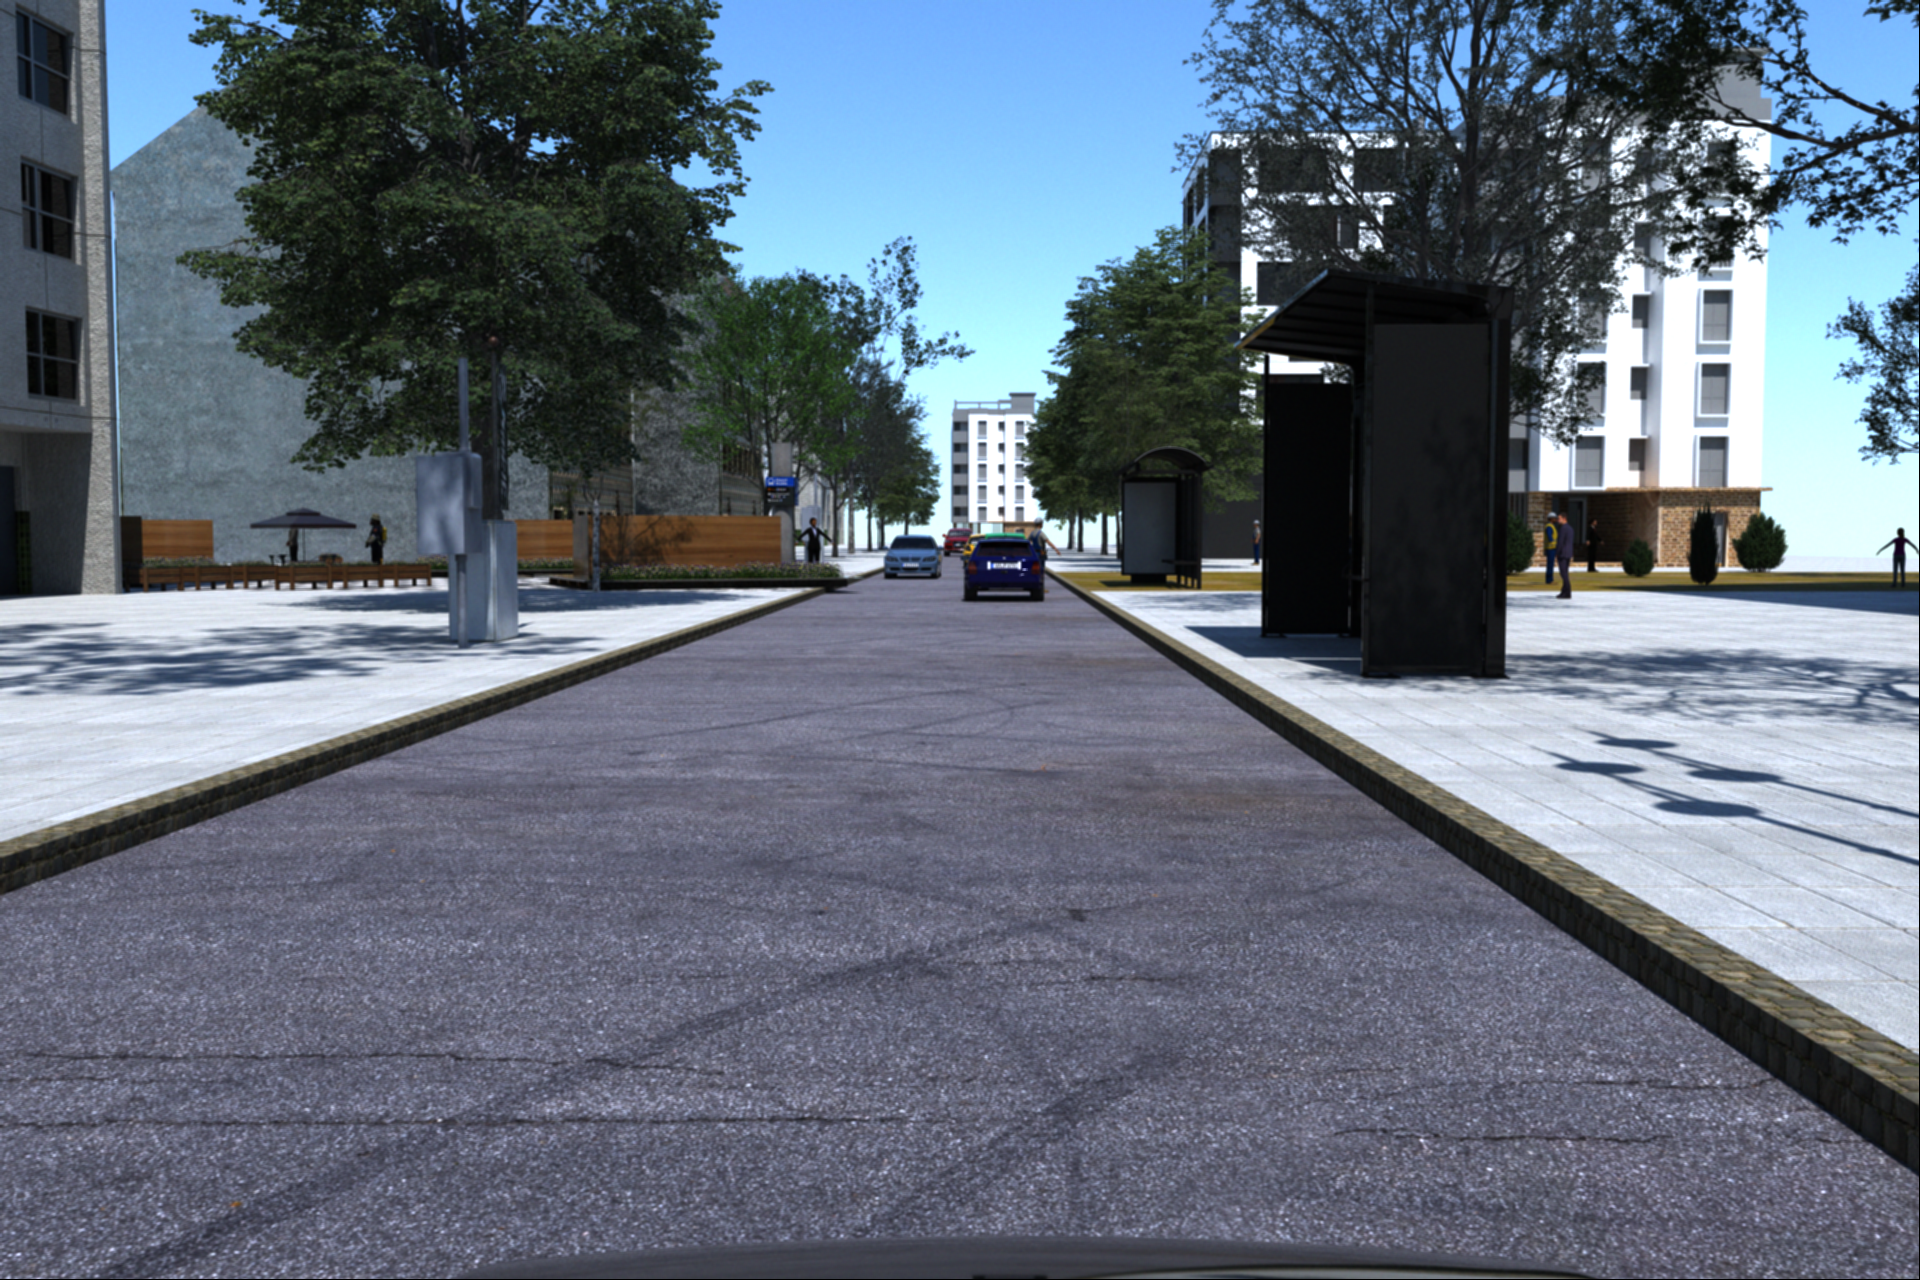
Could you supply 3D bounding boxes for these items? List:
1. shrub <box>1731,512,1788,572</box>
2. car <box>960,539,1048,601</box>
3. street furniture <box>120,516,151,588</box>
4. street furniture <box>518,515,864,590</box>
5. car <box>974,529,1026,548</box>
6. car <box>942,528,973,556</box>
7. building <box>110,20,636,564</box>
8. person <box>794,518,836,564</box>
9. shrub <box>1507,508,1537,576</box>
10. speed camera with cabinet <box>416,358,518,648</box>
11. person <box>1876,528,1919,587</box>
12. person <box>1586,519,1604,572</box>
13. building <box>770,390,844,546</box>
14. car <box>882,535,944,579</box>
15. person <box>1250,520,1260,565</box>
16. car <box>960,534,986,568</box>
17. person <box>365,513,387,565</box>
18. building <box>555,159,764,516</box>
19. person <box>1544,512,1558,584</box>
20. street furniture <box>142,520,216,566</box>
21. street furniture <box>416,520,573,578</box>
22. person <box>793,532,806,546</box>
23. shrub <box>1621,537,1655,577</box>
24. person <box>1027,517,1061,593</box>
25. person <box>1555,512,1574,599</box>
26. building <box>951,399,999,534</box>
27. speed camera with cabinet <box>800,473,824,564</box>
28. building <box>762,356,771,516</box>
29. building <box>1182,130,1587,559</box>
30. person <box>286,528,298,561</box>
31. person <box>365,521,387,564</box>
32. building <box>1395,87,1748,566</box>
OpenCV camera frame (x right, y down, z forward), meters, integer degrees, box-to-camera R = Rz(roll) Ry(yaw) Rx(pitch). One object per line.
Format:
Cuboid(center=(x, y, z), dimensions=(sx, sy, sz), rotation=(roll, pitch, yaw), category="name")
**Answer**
Cuboid(center=(26.849, -3.309, 58.145), dimensions=(1.661, 2.075, 1.752), rotation=(0, 3, 0), category="shrub")
Cuboid(center=(0.971, -1.568, 38.210), dimensions=(1.945, 1.354, 3.894), rotation=(0, 4, 1), category="car")
Cuboid(center=(-24.350, -2.145, 41.931), dimensions=(9.812, 1.723, 11.010), rotation=(-2, 4, -31), category="street furniture")
Cuboid(center=(-5.996, -2.199, 42.811), dimensions=(11.010, 1.723, 9.812), rotation=(-2, 4, -23), category="street furniture")
Cuboid(center=(1.434, -2.891, 56.061), dimensions=(1.959, 1.807, 4.718), rotation=(0, 4, 0), category="car")
Cuboid(center=(0.014, -6.360, 112.657), dimensions=(2.281, 1.827, 5.304), rotation=(0, 4, 1), category="car")
Cuboid(center=(-26.703, -15.405, 82.805), dimensions=(19.493, 23.208, 18.063), rotation=(0, 4, 1), category="building")
Cuboid(center=(-4.072, -2.560, 48.573), dimensions=(1.216, 1.740, 0.721), rotation=(-2, 4, -24), category="person")
Cuboid(center=(16.889, -3.018, 53.386), dimensions=(1.661, 2.075, 1.752), rotation=(0, 3, 0), category="shrub")
Cuboid(center=(-5.758, -1.586, 20.272), dimensions=(0.660, 3.252, 2.038), rotation=(0, 4, 2), category="speed camera with cabinet")
Cuboid(center=(22.640, -1.989, 41.783), dimensions=(0.991, 1.433, 0.599), rotation=(0, 4, 7), category="person")
Cuboid(center=(21.431, -3.207, 58.622), dimensions=(0.705, 1.806, 1.347), rotation=(3, 5, 41), category="person")
Cuboid(center=(-22.776, -20.209, 196.876), dimensions=(16.747, 18.905, 31.486), rotation=(0, 4, 1), category="building")
Cuboid(center=(-1.522, -2.753, 57.009), dimensions=(2.014, 1.417, 4.499), rotation=(0, 4, 1), category="car")
Cuboid(center=(12.243, -4.027, 71.691), dimensions=(0.705, 1.847, 1.347), rotation=(0, 4, 0), category="person")
Cuboid(center=(0.997, -3.876, 73.594), dimensions=(2.015, 1.641, 3.980), rotation=(0, 4, 0), category="car")
Cuboid(center=(-16.342, -2.607, 48.402), dimensions=(0.705, 1.856, 1.354), rotation=(0, 4, -6), category="person")
Cuboid(center=(-23.064, -17.092, 110.379), dimensions=(19.493, 23.208, 18.063), rotation=(0, 4, 1), category="building")
Cuboid(center=(15.132, -2.341, 44.242), dimensions=(0.705, 1.833, 1.349), rotation=(1, 4, 21), category="person")
Cuboid(center=(-27.800, -2.896, 54.203), dimensions=(9.812, 1.723, 11.010), rotation=(-2, 4, -26), category="street furniture")
Cuboid(center=(-14.699, -2.879, 53.923), dimensions=(9.812, 1.723, 11.010), rotation=(-1, 4, -19), category="street furniture")
Cuboid(center=(-5.380, -2.859, 53.022), dimensions=(1.348, 1.796, 0.705), rotation=(-2, 4, -23), category="person")
Cuboid(center=(20.197, -2.475, 51.583), dimensions=(1.383, 1.207, 1.383), rotation=(0, 3, 0), category="shrub")
Cuboid(center=(1.948, -2.086, 42.417), dimensions=(0.705, 1.847, 1.347), rotation=(-3, 4, -38), category="person")
Cuboid(center=(12.048, -1.687, 34.548), dimensions=(0.541, 1.710, 0.530), rotation=(-3, 4, -38), category="person")
Cuboid(center=(-0.899, -23.026, 235.358), dimensions=(11.380, 20.090, 16.016), rotation=(0, 4, 2), category="building")
Cuboid(center=(-4.844, -3.825, 56.868), dimensions=(0.660, 3.252, 2.038), rotation=(0, 4, 1), category="speed camera with cabinet")
Cuboid(center=(-24.126, -18.627, 160.965), dimensions=(16.016, 20.090, 11.380), rotation=(0, 4, 1), category="building")
Cuboid(center=(27.039, -15.916, 104.194), dimensions=(27.936, 21.610, 32.646), rotation=(0, 4, 1), category="building")
Cuboid(center=(-20.676, -2.906, 53.648), dimensions=(0.705, 1.813, 1.348), rotation=(-1, 4, -15), category="person")
Cuboid(center=(-22.244, -3.671, 66.162), dimensions=(1.346, 1.812, 0.704), rotation=(3, 4, 38), category="person")
Cuboid(center=(25.312, -13.659, 79.738), dimensions=(16.016, 20.090, 11.380), rotation=(0, 4, 1), category="building")
